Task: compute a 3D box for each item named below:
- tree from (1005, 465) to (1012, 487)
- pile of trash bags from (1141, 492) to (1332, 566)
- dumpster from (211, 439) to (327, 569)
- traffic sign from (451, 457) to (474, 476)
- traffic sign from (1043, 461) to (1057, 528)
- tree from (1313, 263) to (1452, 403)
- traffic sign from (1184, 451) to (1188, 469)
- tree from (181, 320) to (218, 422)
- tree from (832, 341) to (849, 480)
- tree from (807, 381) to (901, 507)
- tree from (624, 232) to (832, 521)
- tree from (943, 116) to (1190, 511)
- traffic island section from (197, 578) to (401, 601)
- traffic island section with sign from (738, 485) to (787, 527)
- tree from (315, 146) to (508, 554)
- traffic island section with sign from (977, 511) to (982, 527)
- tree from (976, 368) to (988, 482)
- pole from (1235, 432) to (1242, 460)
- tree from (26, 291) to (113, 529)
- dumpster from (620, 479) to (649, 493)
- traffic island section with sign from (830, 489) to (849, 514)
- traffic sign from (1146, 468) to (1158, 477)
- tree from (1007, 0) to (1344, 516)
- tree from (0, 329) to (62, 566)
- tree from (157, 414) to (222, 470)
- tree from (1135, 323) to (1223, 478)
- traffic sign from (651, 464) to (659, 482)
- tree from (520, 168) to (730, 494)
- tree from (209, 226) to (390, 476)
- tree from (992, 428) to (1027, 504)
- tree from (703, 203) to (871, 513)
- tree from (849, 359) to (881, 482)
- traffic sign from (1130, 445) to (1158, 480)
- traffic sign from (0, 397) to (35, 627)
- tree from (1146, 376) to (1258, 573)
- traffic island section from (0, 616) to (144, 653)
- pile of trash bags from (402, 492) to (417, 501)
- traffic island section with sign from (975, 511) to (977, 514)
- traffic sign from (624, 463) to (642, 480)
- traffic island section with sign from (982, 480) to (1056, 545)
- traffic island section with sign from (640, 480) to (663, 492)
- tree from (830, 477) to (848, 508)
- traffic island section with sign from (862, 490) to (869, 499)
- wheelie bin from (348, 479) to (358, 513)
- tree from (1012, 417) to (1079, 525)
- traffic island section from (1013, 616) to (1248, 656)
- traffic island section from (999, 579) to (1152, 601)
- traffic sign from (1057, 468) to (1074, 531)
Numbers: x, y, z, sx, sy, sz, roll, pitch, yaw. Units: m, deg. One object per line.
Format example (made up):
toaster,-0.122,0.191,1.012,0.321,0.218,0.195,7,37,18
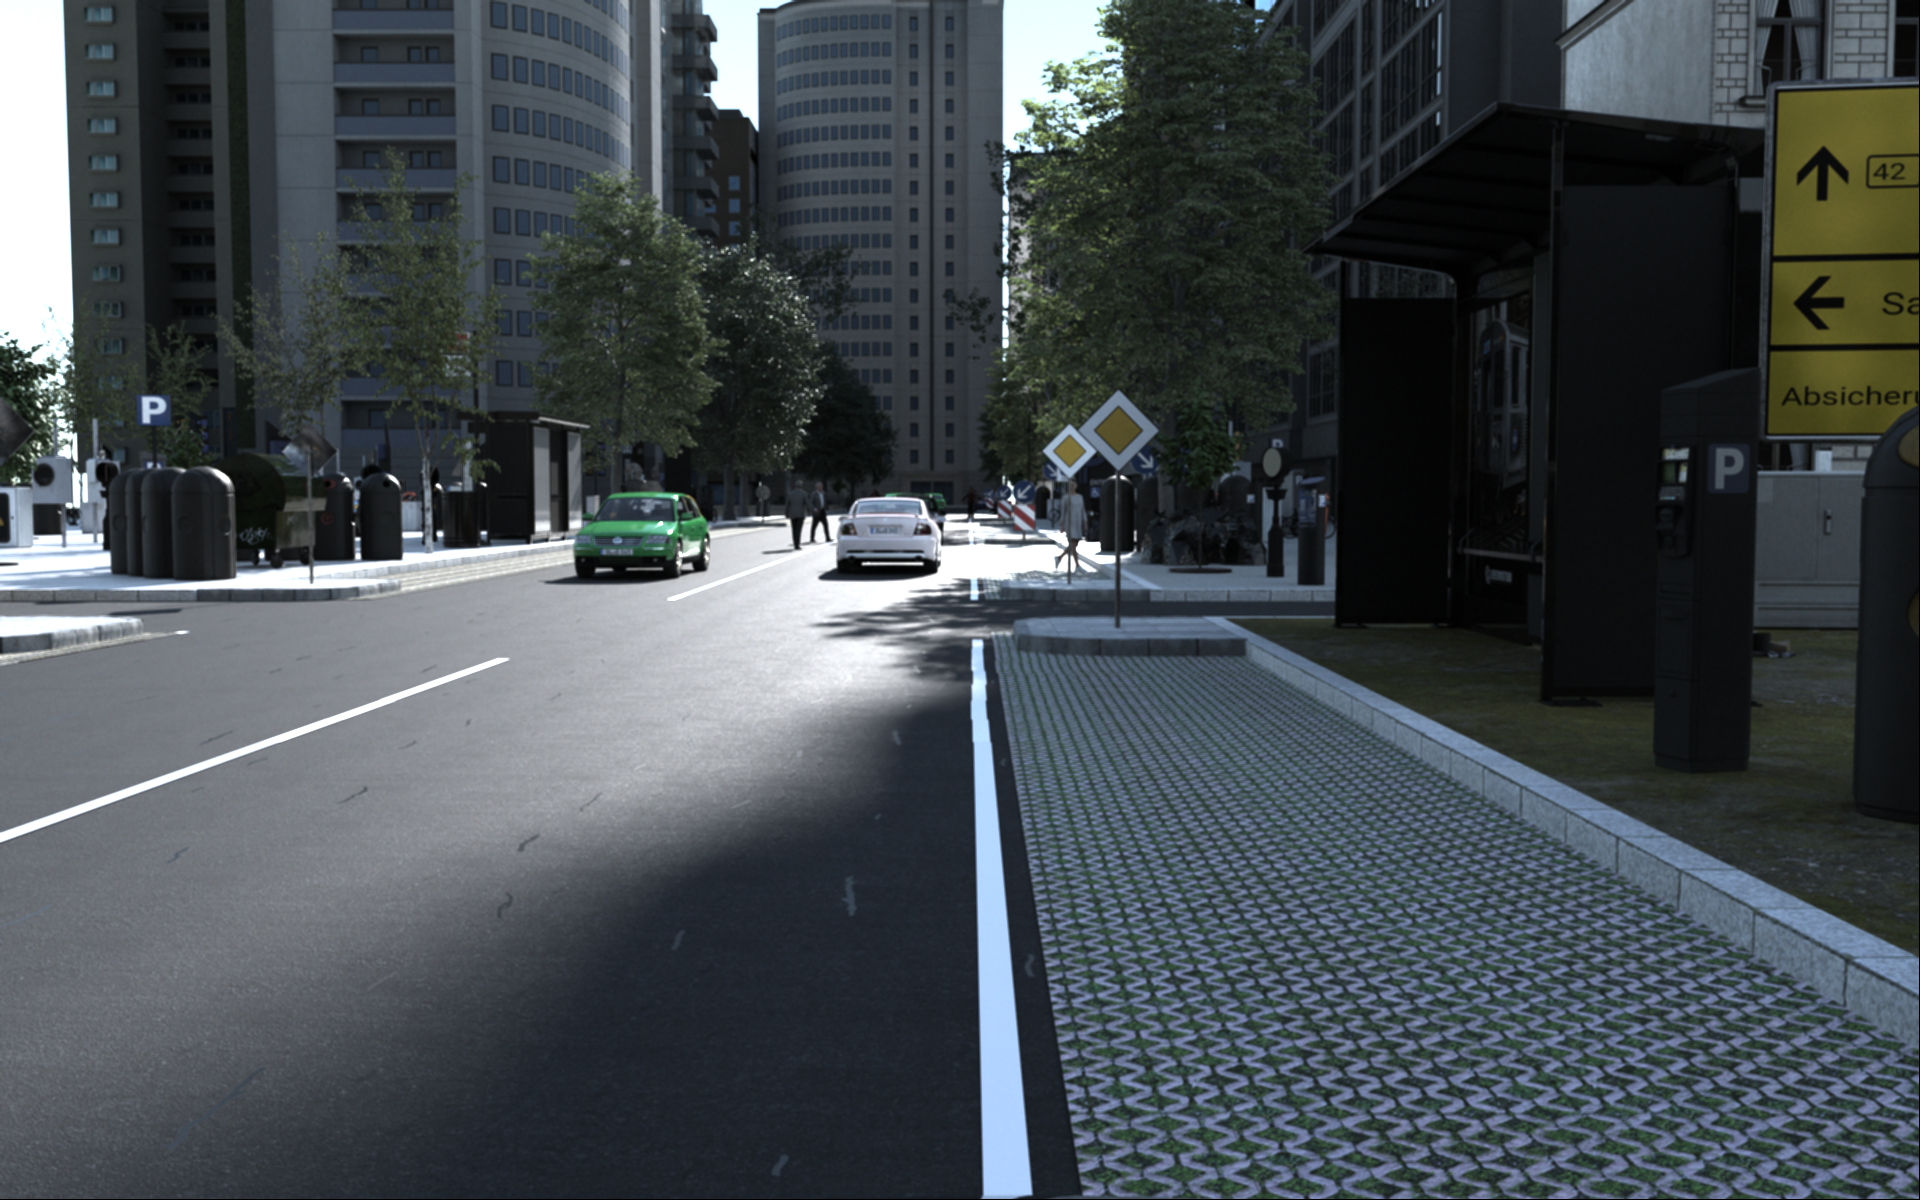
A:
tree,5.387,-9.796,143.884,4.285,4.588,4.351,0,3,0
pile of trash bags,5.111,-1.350,31.818,3.447,1.369,1.912,0,4,-5
dumpster,-12.244,-1.712,30.483,1.502,2.255,1.985,0,4,0
traffic sign,-14.618,-3.127,51.128,0.884,2.594,0.081,1,4,9
traffic sign,3.518,-4.000,65.510,0.768,2.556,0.104,1,4,10
tree,11.609,-5.831,45.697,4.360,8.622,3.978,0,3,0
traffic sign,5.998,-2.770,45.394,0.768,2.556,0.104,0,4,7
tree,-33.315,-7.468,72.465,4.737,8.622,4.395,0,3,0
tree,-12.057,-11.555,95.574,9.857,13.997,8.962,0,3,0
tree,-10.648,-15.633,172.601,9.611,12.733,9.660,0,3,0
tree,-11.293,-10.816,83.504,9.857,13.997,8.962,0,3,0
tree,5.552,-14.040,85.439,12.611,20.169,13.585,0,3,0
traffic island section,-9.267,-0.148,24.703,2.009,0.180,2.903,0,4,0
traffic island section with sign,-8.674,-4.145,76.405,1.989,1.847,2.006,0,4,0
tree,-11.413,-5.289,36.842,4.737,8.622,4.395,0,3,0
traffic island section with sign,1.844,-4.144,76.381,1.989,1.847,2.006,0,4,0
tree,4.760,-11.657,108.723,7.486,12.596,7.792,0,3,0
pole,9.076,-3.835,56.540,0.158,3.312,0.155,0,3,0
tree,-32.241,-6.929,63.644,4.737,8.622,4.395,0,3,0
dumpster,-12.474,-3.770,67.392,1.264,1.857,1.865,0,4,0
traffic island section with sign,-8.425,-7.207,126.459,1.989,1.847,2.006,0,4,0
traffic sign,6.426,-3.539,57.974,0.768,2.556,0.104,0,4,4
tree,4.764,-7.224,36.239,7.486,12.596,7.792,0,3,0
tree,-17.642,-2.891,30.988,4.285,4.588,4.351,0,3,0
tree,-18.599,-2.896,41.944,1.663,3.219,1.824,0,3,0
tree,9.371,-7.498,72.954,4.360,8.622,3.978,0,3,0
traffic sign,-12.601,-4.446,72.794,0.768,2.556,0.104,0,4,5
tree,-11.789,-8.740,61.033,7.486,12.596,7.792,0,3,0
tree,-17.626,-5.905,46.904,4.360,8.622,3.978,0,3,0
tree,5.193,-13.270,167.331,4.360,8.622,3.978,0,3,0
tree,-12.918,-15.884,115.593,12.611,20.169,13.585,0,3,0
tree,-10.826,-14.190,138.666,9.857,13.997,8.962,0,3,0
traffic sign,4.796,-2.745,44.987,0.768,2.556,0.104,0,4,4
traffic sign,-9.284,-0.796,16.656,0.795,2.450,0.064,0,4,0
tree,3.832,-2.072,28.483,1.663,3.219,1.824,0,3,0
traffic island section,-9.307,0.340,16.718,2.009,0.180,2.903,0,4,0
pile of trash bags,-22.768,-4.069,76.282,3.447,1.369,1.912,-1,4,-13
traffic island section with sign,2.093,-7.203,126.397,1.989,1.847,2.006,0,4,0
traffic sign,-13.211,-4.275,69.997,0.768,2.556,0.104,1,4,8
traffic island section with sign,1.703,-2.495,49.426,1.989,1.847,2.006,0,4,0
traffic island section with sign,-8.820,-2.488,49.304,1.989,1.847,2.006,0,4,0
tree,-11.201,-10.211,161.543,1.663,3.219,1.824,0,3,0
traffic island section with sign,-8.295,-8.862,153.527,1.989,1.847,2.006,0,4,0
wheelie bin,-13.303,-1.765,36.772,0.980,1.594,0.693,-2,4,-25
tree,4.940,-5.418,72.302,4.285,4.588,4.351,0,3,0
traffic island section,1.534,0.344,16.659,2.009,0.180,2.903,0,4,0
traffic island section,1.574,-0.145,24.644,2.009,0.180,2.903,0,4,0
traffic sign,3.612,-3.502,59.395,0.606,2.300,0.079,1,4,10
